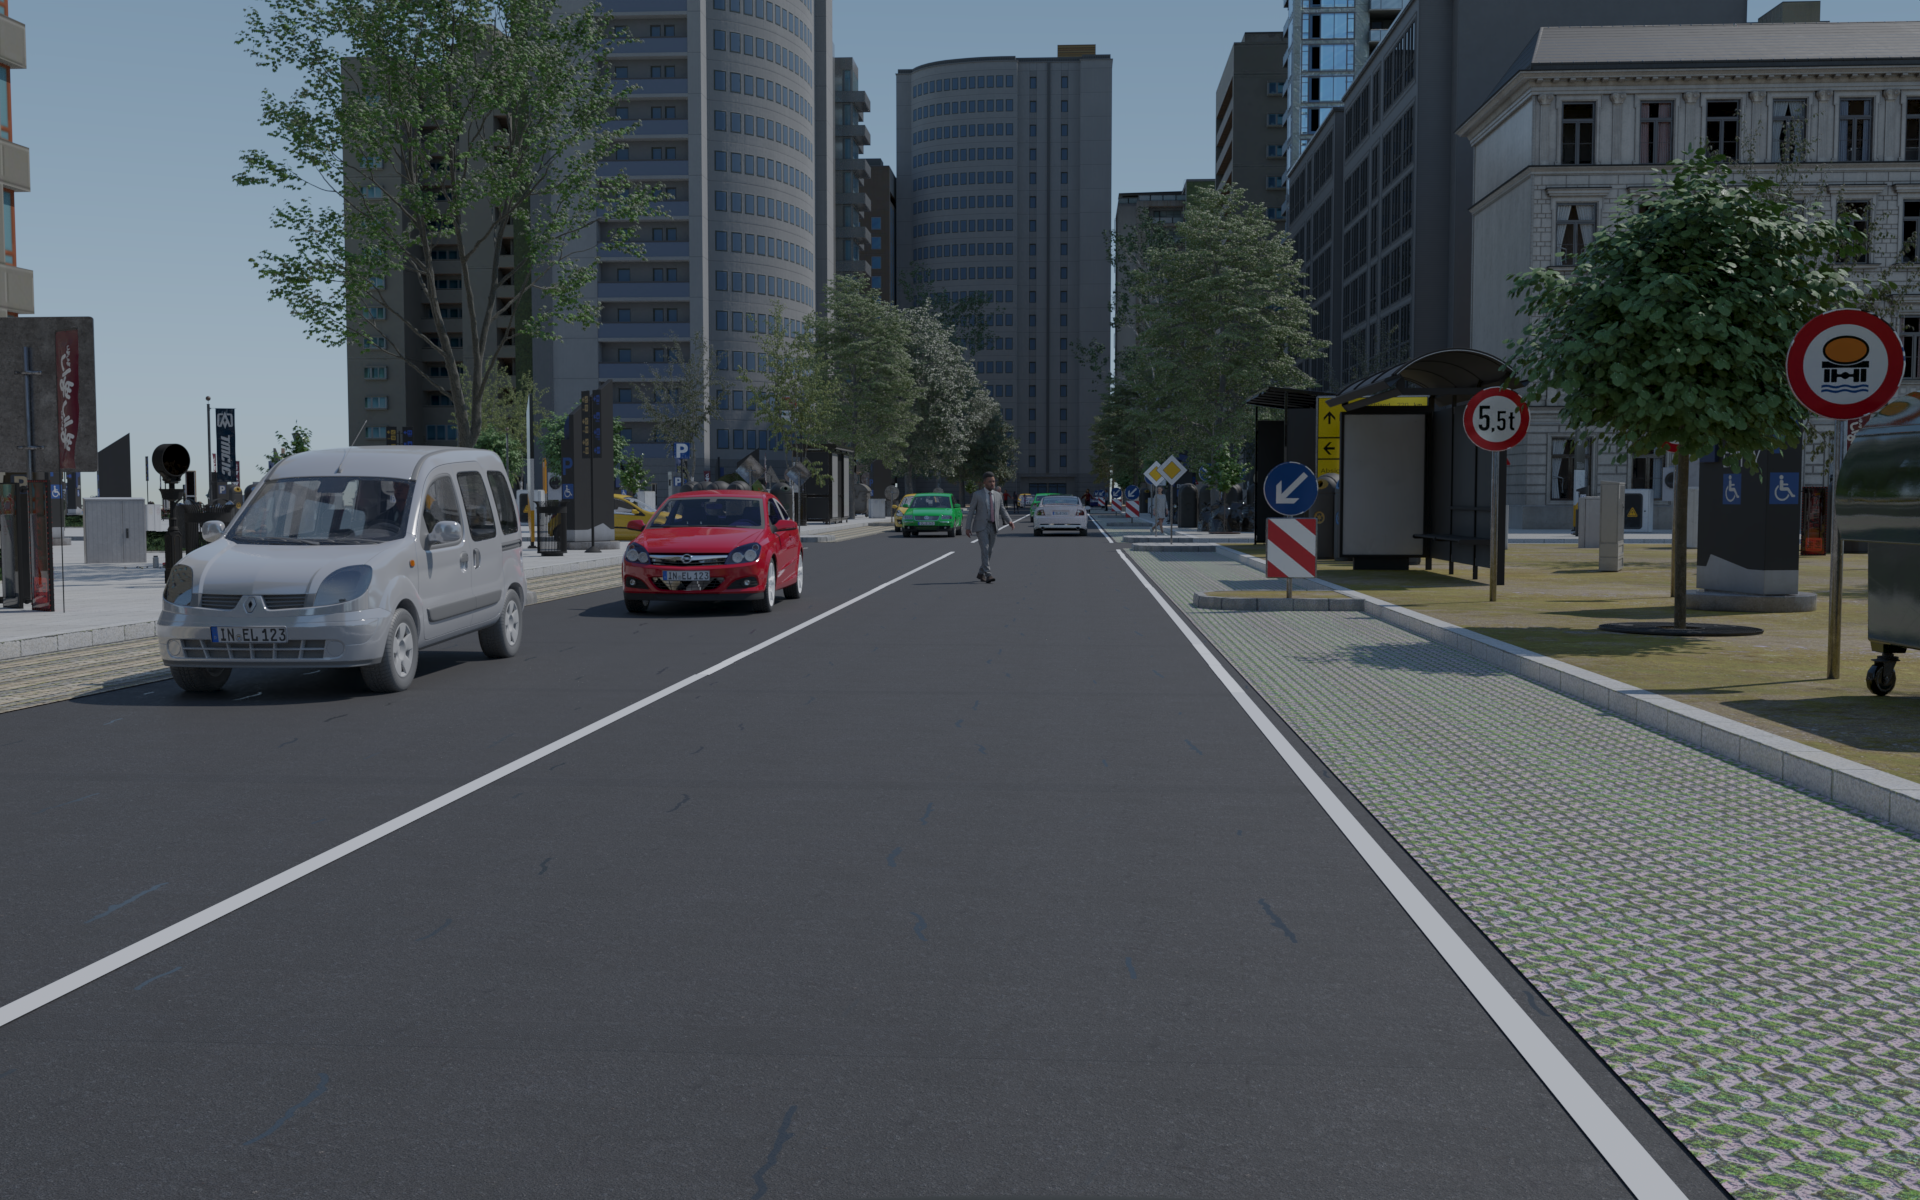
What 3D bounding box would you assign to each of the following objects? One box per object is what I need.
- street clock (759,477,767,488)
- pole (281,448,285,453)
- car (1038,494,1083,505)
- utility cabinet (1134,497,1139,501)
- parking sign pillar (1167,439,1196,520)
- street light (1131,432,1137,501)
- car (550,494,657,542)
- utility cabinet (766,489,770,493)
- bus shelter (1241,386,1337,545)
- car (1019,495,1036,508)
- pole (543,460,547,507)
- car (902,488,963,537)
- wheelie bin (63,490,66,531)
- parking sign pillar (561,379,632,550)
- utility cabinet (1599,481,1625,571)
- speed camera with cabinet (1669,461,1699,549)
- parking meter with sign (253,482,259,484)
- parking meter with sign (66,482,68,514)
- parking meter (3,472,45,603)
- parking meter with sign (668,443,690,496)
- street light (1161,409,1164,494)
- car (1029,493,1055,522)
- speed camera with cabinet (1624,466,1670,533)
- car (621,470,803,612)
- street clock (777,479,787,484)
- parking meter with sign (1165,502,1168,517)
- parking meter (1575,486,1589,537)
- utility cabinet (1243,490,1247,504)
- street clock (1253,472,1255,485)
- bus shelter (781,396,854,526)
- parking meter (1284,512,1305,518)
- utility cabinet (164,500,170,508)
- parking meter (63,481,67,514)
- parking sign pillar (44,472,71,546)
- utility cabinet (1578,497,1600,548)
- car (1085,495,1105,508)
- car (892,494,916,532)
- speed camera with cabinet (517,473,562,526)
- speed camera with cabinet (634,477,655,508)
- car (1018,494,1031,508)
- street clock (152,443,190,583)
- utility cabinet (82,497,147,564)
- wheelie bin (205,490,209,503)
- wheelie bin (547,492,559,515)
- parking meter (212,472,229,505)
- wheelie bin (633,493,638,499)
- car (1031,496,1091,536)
[{"bbox_3d":[-8.522,-4.294,74.772,0.358,2.002,0.471,1,4,11],"label":"street clock"},{"bbox_3d":[-30.007,-5.077,76.853,0.158,3.312,0.155,0,3,0],"label":"pole"},{"bbox_3d":[4.485,-4.135,77.390,2.009,1.686,4.222,0,4,2],"label":"car"},{"bbox_3d":[12.863,-7.015,123.372,1.173,1.500,0.318,-3,5,-43],"label":"utility cabinet"},{"bbox_3d":[10.889,-5.899,84.923,1.447,3.967,1.447,2,4,33],"label":"parking sign pillar"},{"bbox_3d":[12.702,-9.397,126.428,0.468,5.910,1.993,0,4,4],"label":"street light"},{"bbox_3d":[-9.394,-2.319,48.133,3.980,1.641,2.015,0,4,4],"label":"car"},{"bbox_3d":[-8.146,-4.182,77.049,0.318,1.500,1.173,-3,5,-40],"label":"utility cabinet"},{"bbox_3d":[7.763,-3.027,40.769,1.731,3.624,6.357,0,4,4],"label":"bus shelter"},{"bbox_3d":[7.196,-10.237,179.731,2.083,1.381,4.827,0,4,4],"label":"car"},{"bbox_3d":[-23.554,-6.386,98.251,0.158,3.312,0.155,0,3,0],"label":"pole"},{"bbox_3d":[-0.912,-3.057,58.771,1.959,1.807,4.718,0,4,5],"label":"car"},{"bbox_3d":[-31.620,-3.218,60.520,0.693,1.594,0.980,-3,4,-37],"label":"wheelie bin"},{"bbox_3d":[-8.651,-3.166,40.233,1.447,3.967,1.447,2,4,32],"label":"parking sign pillar"},{"bbox_3d":[10.907,-1.239,28.935,0.318,1.500,1.173,2,4,25],"label":"utility cabinet"},{"bbox_3d":[17.556,-2.869,41.237,0.660,3.252,2.038,2,4,35],"label":"speed camera with cabinet"},{"bbox_3d":[-43.492,-6.804,107.512,1.738,3.016,0.543,0,4,-5],"label":"parking meter with sign"},{"bbox_3d":[-59.194,-7.210,114.145,1.738,3.016,0.543,2,4,26],"label":"parking meter with sign"},{"bbox_3d":[-11.049,-0.903,20.470,0.399,1.863,0.255,0,4,-8],"label":"parking meter"},{"bbox_3d":[-9.730,-3.868,59.511,0.543,3.016,1.738,-1,4,-21],"label":"parking meter with sign"},{"bbox_3d":[10.228,-7.030,87.724,0.468,5.910,1.993,0,4,4],"label":"street light"},{"bbox_3d":[4.524,-4.894,88.810,1.959,1.807,4.718,0,4,4],"label":"car"},{"bbox_3d":[22.764,-3.826,56.884,2.038,3.252,0.660,2,4,35],"label":"speed camera with cabinet"},{"bbox_3d":[-3.115,-0.813,22.328,2.155,1.783,4.494,0,4,2],"label":"car"},{"bbox_3d":[-8.598,-4.831,83.560,0.471,2.002,0.358,2,4,27],"label":"street clock"},{"bbox_3d":[12.162,-6.124,96.392,1.738,3.016,0.543,0,4,-6],"label":"parking meter with sign"},{"bbox_3d":[18.790,-2.684,52.301,0.372,1.533,0.369,0,3,0],"label":"parking meter"},{"bbox_3d":[14.241,-4.712,85.725,1.173,1.500,0.318,-3,5,-43],"label":"utility cabinet"},{"bbox_3d":[9.337,-3.019,53.932,0.358,2.002,0.471,-2,4,-28],"label":"street clock"},{"bbox_3d":[-6.094,-5.856,73.379,2.179,5.291,8.768,0,4,4],"label":"bus shelter"},{"bbox_3d":[6.811,-1.813,35.348,0.399,1.863,0.255,-1,4,-13],"label":"parking meter"},{"bbox_3d":[-48.626,-5.985,106.530,0.318,1.500,1.173,-1,4,-8],"label":"utility cabinet"},{"bbox_3d":[-40.415,-4.421,77.987,0.255,1.863,0.399,0,4,-8],"label":"parking meter"},{"bbox_3d":[-23.012,-3.345,43.156,1.447,3.967,1.447,1,4,23],"label":"parking sign pillar"},{"bbox_3d":[15.327,-1.852,41.447,1.020,1.237,0.306,-1,4,-13],"label":"utility cabinet"},{"bbox_3d":[12.838,-9.256,163.909,1.945,1.354,3.894,0,4,2],"label":"car"},{"bbox_3d":[-1.551,-3.457,66.741,2.015,1.641,3.980,0,4,4],"label":"car"},{"bbox_3d":[-16.856,-4.623,69.926,2.038,3.252,0.660,1,4,13],"label":"speed camera with cabinet"},{"bbox_3d":[-19.319,-6.745,104.612,0.660,3.252,2.038,2,4,32],"label":"speed camera with cabinet"},{"bbox_3d":[6.995,-10.699,185.158,2.015,1.641,3.980,0,4,4],"label":"car"},{"bbox_3d":[-11.286,-1.239,24.825,0.358,2.002,0.471,2,4,28],"label":"street clock"},{"bbox_3d":[-15.719,-1.287,32.212,1.020,1.237,0.306,-2,4,-34],"label":"utility cabinet"},{"bbox_3d":[-42.953,-5.618,99.765,0.980,1.594,0.693,0,4,-2],"label":"wheelie bin"},{"bbox_3d":[-24.665,-5.931,104.880,0.980,1.594,0.693,2,4,28],"label":"wheelie bin"},{"bbox_3d":[-19.524,-2.445,45.692,0.255,1.863,0.399,2,4,28],"label":"parking meter"},{"bbox_3d":[-19.228,-5.703,101.155,0.693,1.594,0.980,2,4,33],"label":"wheelie bin"},{"bbox_3d":[3.522,-2.943,60.477,2.083,1.381,4.827,0,4,4],"label":"car"}]
